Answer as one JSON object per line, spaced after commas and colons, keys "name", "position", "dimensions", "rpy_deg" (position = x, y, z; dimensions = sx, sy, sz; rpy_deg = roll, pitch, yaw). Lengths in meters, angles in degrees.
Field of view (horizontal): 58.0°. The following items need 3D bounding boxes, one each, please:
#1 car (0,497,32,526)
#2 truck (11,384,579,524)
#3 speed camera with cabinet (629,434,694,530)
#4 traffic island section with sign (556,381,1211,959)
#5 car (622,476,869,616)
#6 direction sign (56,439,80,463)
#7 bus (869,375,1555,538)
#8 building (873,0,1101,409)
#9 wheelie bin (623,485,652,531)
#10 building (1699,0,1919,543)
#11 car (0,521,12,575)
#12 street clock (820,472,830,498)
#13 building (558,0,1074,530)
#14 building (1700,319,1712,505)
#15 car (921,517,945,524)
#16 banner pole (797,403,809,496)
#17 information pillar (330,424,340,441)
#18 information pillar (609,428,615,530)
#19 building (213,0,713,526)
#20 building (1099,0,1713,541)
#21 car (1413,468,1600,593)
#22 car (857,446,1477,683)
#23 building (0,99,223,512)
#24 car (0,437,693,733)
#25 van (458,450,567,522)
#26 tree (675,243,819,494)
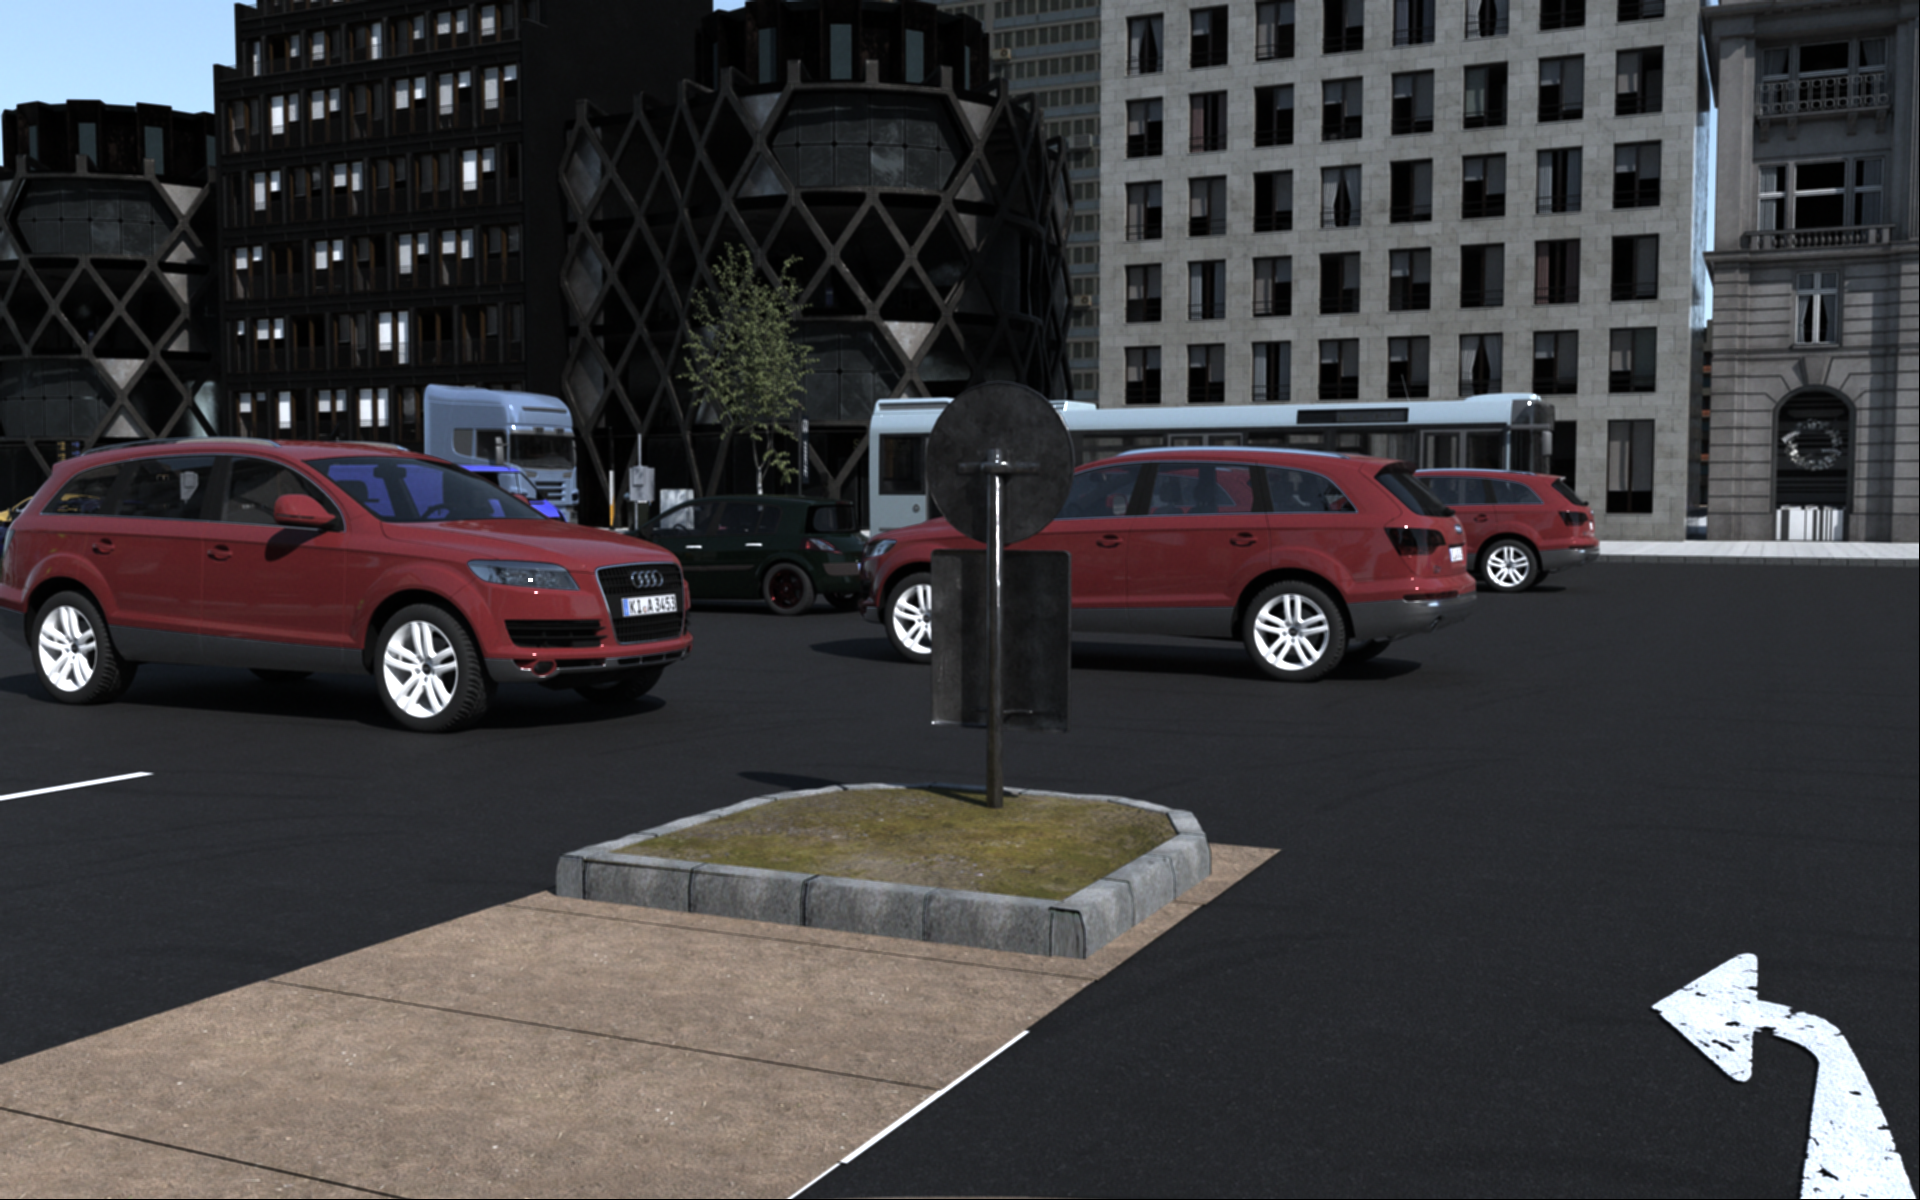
{"name": "car", "position": [-27.742, -2.607, 52.847], "dimensions": [3.980, 1.641, 2.015], "rpy_deg": [2, 4, 24]}
{"name": "truck", "position": [-17.765, -3.426, 45.774], "dimensions": [18.799, 4.110, 2.967], "rpy_deg": [2, 4, 26]}
{"name": "speed camera with cabinet", "position": [-9.839, -3.841, 57.136], "dimensions": [2.038, 3.252, 0.660], "rpy_deg": [1, 4, 12]}
{"name": "traffic island section with sign", "position": [-0.106, 0.097, 6.547], "dimensions": [2.006, 1.907, 1.989], "rpy_deg": [2, 4, 25]}
{"name": "car", "position": [-2.972, -0.722, 21.596], "dimensions": [4.222, 1.686, 2.009], "rpy_deg": [2, 4, 24]}
{"name": "direction sign", "position": [-36.810, -4.868, 71.587], "dimensions": [0.876, 3.537, 0.379], "rpy_deg": [-3, 5, -41]}
{"name": "bus", "position": [4.741, -2.241, 31.495], "dimensions": [13.247, 3.499, 2.948], "rpy_deg": [2, 4, 26]}
{"name": "building", "position": [8.421, -26.337, 122.494], "dimensions": [32.217, 40.220, 23.993], "rpy_deg": [2, 4, 25]}
{"name": "wheelie bin", "position": [-11.070, -3.147, 59.356], "dimensions": [0.980, 1.594, 0.693], "rpy_deg": [-2, 4, -32]}
{"name": "building", "position": [33.382, -12.561, 47.171], "dimensions": [24.055, 21.916, 13.314], "rpy_deg": [2, 4, 25]}
{"name": "car", "position": [-15.789, -1.118, 30.854], "dimensions": [3.894, 1.354, 1.945], "rpy_deg": [2, 4, 26]}
{"name": "street clock", "position": [-4.463, -3.214, 57.118], "dimensions": [0.358, 2.002, 0.471], "rpy_deg": [0, 4, 0]}
{"name": "building", "position": [-4.626, -12.216, 67.189], "dimensions": [16.811, 18.784, 16.820], "rpy_deg": [2, 4, 25]}
{"name": "building", "position": [90.422, -22.013, 204.948], "dimensions": [28.899, 21.520, 27.650], "rpy_deg": [2, 4, 25]}
{"name": "car", "position": [1.885, -0.827, 22.189], "dimensions": [5.304, 1.827, 2.281], "rpy_deg": [2, 4, 26]}
{"name": "banner pole", "position": [-4.359, -3.557, 48.166], "dimensions": [0.401, 3.779, 0.863], "rpy_deg": [1, 4, 19]}
{"name": "information pillar", "position": [-20.703, -4.043, 57.465], "dimensions": [0.183, 3.616, 0.504], "rpy_deg": [1, 4, 9]}
{"name": "information pillar", "position": [-12.313, -4.275, 61.253], "dimensions": [0.183, 3.616, 0.504], "rpy_deg": [0, 4, -2]}
{"name": "building", "position": [-20.312, -14.844, 72.377], "dimensions": [15.834, 23.373, 12.332], "rpy_deg": [2, 4, 25]}
{"name": "building", "position": [14.116, -12.205, 54.309], "dimensions": [16.860, 20.320, 10.420], "rpy_deg": [2, 4, 25]}
{"name": "car", "position": [6.990, -1.094, 26.561], "dimensions": [5.304, 1.827, 2.281], "rpy_deg": [2, 4, 25]}
{"name": "car", "position": [1.607, -0.366, 14.658], "dimensions": [5.304, 1.827, 2.281], "rpy_deg": [2, 4, 26]}
{"name": "building", "position": [-39.386, -13.210, 83.440], "dimensions": [16.811, 18.784, 16.820], "rpy_deg": [2, 4, 25]}
{"name": "car", "position": [-4.269, -0.199, 11.930], "dimensions": [5.304, 1.827, 2.281], "rpy_deg": [2, 4, 26]}
{"name": "van", "position": [-10.538, -1.915, 35.687], "dimensions": [5.245, 2.365, 2.240], "rpy_deg": [2, 4, 25]}
{"name": "tree", "position": [-5.942, -6.115, 50.336], "dimensions": [4.737, 8.622, 4.395], "rpy_deg": [0, 3, 0]}
